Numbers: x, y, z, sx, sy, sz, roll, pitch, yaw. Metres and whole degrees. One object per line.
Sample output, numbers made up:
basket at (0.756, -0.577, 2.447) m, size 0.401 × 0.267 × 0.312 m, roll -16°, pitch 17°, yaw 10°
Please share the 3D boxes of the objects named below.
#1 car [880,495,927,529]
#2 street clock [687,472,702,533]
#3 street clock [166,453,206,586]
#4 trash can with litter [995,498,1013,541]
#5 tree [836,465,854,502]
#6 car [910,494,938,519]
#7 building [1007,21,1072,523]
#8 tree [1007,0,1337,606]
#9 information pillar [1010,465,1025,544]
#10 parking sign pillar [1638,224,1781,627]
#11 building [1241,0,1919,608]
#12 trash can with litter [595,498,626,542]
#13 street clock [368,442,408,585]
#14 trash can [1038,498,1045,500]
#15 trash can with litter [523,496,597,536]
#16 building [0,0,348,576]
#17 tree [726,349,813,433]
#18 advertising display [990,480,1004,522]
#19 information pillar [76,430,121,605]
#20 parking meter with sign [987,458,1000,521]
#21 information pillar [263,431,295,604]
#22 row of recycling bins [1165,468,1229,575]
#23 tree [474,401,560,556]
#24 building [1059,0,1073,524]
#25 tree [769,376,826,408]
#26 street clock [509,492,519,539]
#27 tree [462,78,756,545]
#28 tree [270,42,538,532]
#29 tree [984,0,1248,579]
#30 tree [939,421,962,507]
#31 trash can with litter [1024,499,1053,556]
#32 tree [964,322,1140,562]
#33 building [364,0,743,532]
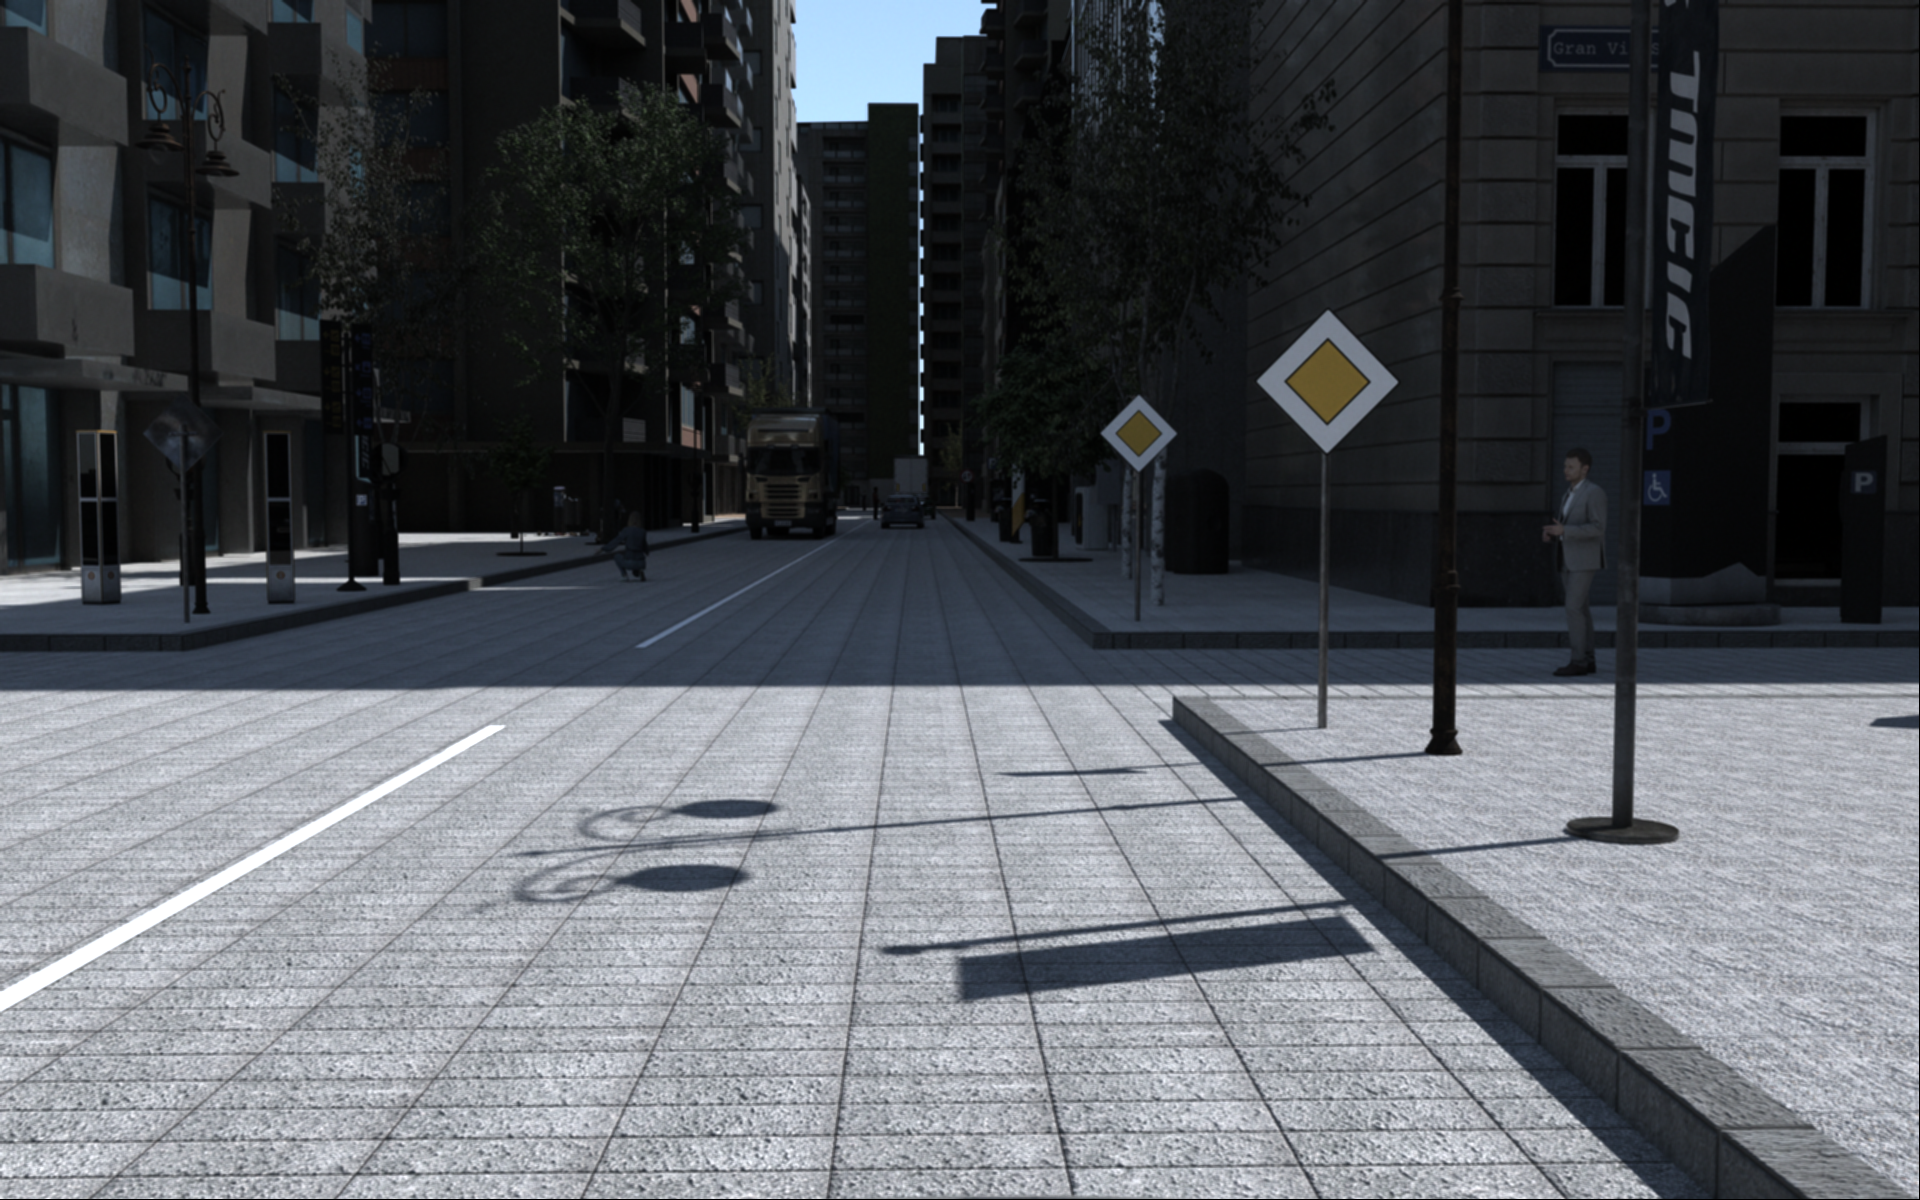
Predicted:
car at (-2.410, -3.744, 73.221) m, size 2.014 × 1.417 × 4.499 m, roll 0°, pitch 4°, yaw 0°
street clock at (-8.783, -3.231, 57.402) m, size 0.471 × 2.002 × 0.358 m, roll 2°, pitch 4°, yaw 32°
street clock at (-10.801, -1.202, 24.224) m, size 0.471 × 2.002 × 0.358 m, roll 0°, pitch 4°, yaw 6°
trash can with litter at (1.245, -2.175, 46.953) m, size 0.624 × 1.170 × 1.055 m, roll 0°, pitch 4°, yaw 1°
tree at (-12.064, -11.363, 169.502) m, size 4.285 × 4.588 × 4.351 m, roll 0°, pitch 3°, yaw 0°
car at (-2.306, -5.364, 99.503) m, size 2.131 × 1.459 × 4.920 m, roll 0°, pitch 4°, yaw -1°
building at (8.845, -15.611, 84.922) m, size 12.332 × 23.373 × 15.834 m, roll 0°, pitch 4°, yaw -1°
tree at (2.307, -4.257, 19.967) m, size 4.360 × 8.622 × 3.978 m, roll 0°, pitch 3°, yaw 0°
information pillar at (1.506, -3.275, 44.905) m, size 0.183 × 3.616 × 0.504 m, roll -2°, pitch 4°, yaw -31°
parking sign pillar at (7.472, -1.765, 17.327) m, size 1.447 × 3.967 × 1.447 m, roll -2°, pitch 4°, yaw -24°
building at (17.277, -13.905, 24.617) m, size 25.104 × 27.353 × 12.463 m, roll 0°, pitch 4°, yaw -1°
trash can with litter at (-9.235, -2.094, 45.626) m, size 0.624 × 1.170 × 1.055 m, roll 0°, pitch 4°, yaw 5°
street clock at (-8.025, -1.213, 24.395) m, size 0.471 × 2.002 × 0.358 m, roll 0°, pitch 4°, yaw -4°
trash can at (3.140, -3.622, 70.878) m, size 0.748 × 1.137 × 0.748 m, roll 0°, pitch 3°, yaw 0°
trash can with litter at (-12.264, -2.578, 53.202) m, size 2.233 × 1.210 × 1.678 m, roll 0°, pitch 4°, yaw 1°
building at (-25.069, -25.238, 32.243) m, size 23.786 × 49.044 × 30.456 m, roll 0°, pitch 4°, yaw -1°
tree at (-9.987, -8.465, 88.759) m, size 4.737 × 8.622 × 4.395 m, roll 0°, pitch 3°, yaw 0°
advertising display at (1.718, -4.495, 78.701) m, size 0.123 × 1.923 × 0.974 m, roll 3°, pitch 5°, yaw 40°
information pillar at (-10.004, -0.956, 20.125) m, size 0.304 × 2.012 × 0.304 m, roll 1°, pitch 4°, yaw 16°
parking meter with sign at (1.632, -5.249, 82.083) m, size 0.543 × 3.016 × 1.738 m, roll 0°, pitch 4°, yaw -5°
information pillar at (-7.972, -0.965, 20.278) m, size 0.304 × 2.012 × 0.304 m, roll -1°, pitch 4°, yaw -22°
row of recycling bins at (3.940, -1.355, 29.265) m, size 1.069 × 1.692 × 3.534 m, roll 0°, pitch 4°, yaw 4°
tree at (-9.074, -2.539, 36.108) m, size 1.663 × 3.219 × 1.824 m, roll 0°, pitch 3°, yaw 0°
building at (11.197, -16.951, 64.546) m, size 14.401 × 28.519 × 23.554 m, roll 0°, pitch 4°, yaw -1°
tree at (-10.332, -9.705, 109.033) m, size 4.360 × 8.622 × 3.978 m, roll 0°, pitch 3°, yaw 0°
street clock at (-12.852, -2.775, 49.933) m, size 0.358 × 2.002 × 0.471 m, roll -2°, pitch 4°, yaw -28°
tree at (-8.752, -7.204, 43.540) m, size 9.928 × 11.665 × 9.643 m, roll 0°, pitch 3°, yaw 0°
tree at (-9.393, -4.791, 28.697) m, size 4.360 × 8.622 × 3.978 m, roll 0°, pitch 3°, yaw 0°
tree at (2.490, -4.641, 26.245) m, size 4.737 × 8.622 × 4.395 m, roll 0°, pitch 3°, yaw 0°
tree at (-0.322, -13.390, 169.292) m, size 4.737 × 8.622 × 4.395 m, roll 0°, pitch 3°, yaw 0°
trash can with litter at (1.702, -1.506, 36.010) m, size 0.624 × 1.170 × 1.055 m, roll 1°, pitch 4°, yaw 10°
tree at (1.803, -3.032, 33.294) m, size 4.285 × 4.588 × 4.351 m, roll 0°, pitch 3°, yaw 0°
building at (-20.747, -25.410, 70.081) m, size 22.147 × 44.769 × 28.867 m, roll 0°, pitch 4°, yaw -1°
